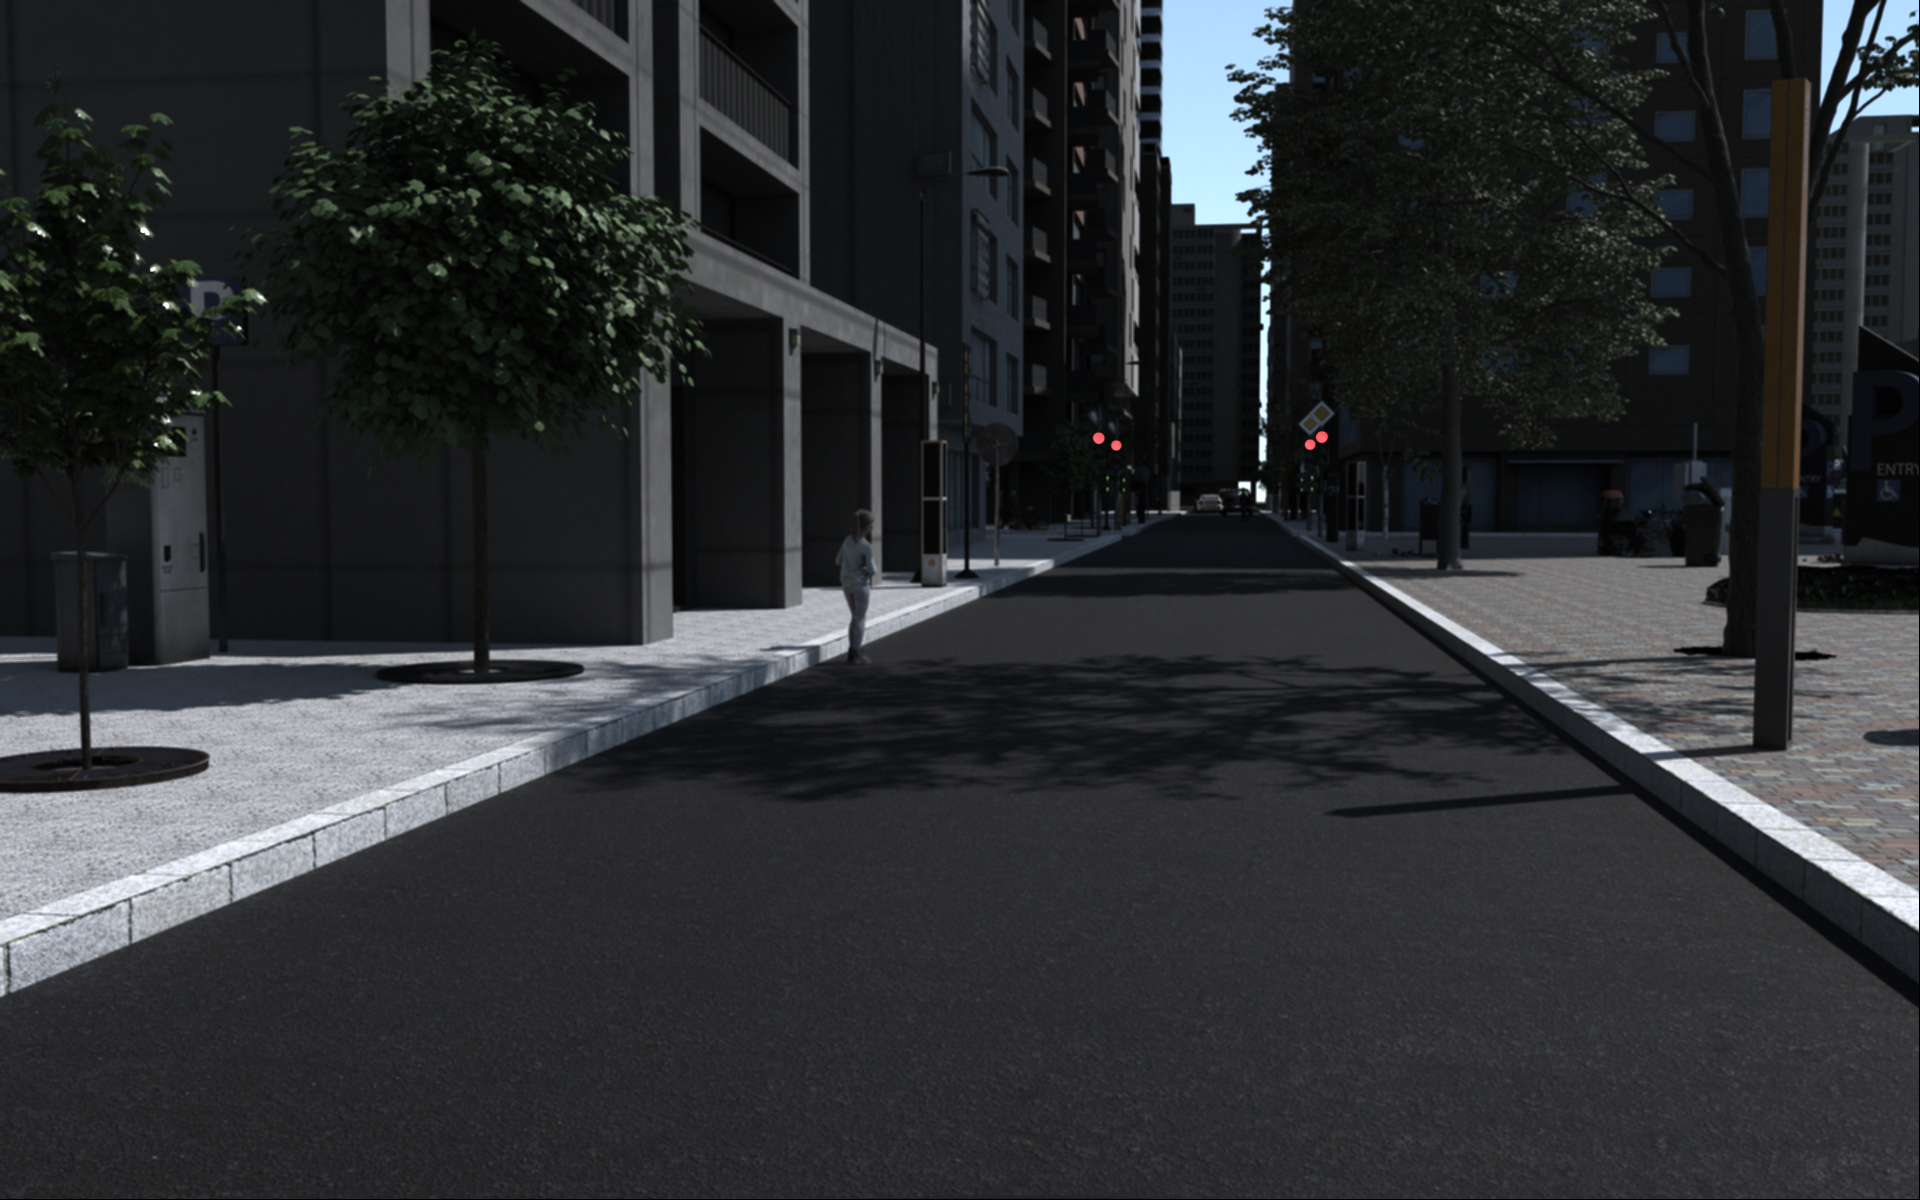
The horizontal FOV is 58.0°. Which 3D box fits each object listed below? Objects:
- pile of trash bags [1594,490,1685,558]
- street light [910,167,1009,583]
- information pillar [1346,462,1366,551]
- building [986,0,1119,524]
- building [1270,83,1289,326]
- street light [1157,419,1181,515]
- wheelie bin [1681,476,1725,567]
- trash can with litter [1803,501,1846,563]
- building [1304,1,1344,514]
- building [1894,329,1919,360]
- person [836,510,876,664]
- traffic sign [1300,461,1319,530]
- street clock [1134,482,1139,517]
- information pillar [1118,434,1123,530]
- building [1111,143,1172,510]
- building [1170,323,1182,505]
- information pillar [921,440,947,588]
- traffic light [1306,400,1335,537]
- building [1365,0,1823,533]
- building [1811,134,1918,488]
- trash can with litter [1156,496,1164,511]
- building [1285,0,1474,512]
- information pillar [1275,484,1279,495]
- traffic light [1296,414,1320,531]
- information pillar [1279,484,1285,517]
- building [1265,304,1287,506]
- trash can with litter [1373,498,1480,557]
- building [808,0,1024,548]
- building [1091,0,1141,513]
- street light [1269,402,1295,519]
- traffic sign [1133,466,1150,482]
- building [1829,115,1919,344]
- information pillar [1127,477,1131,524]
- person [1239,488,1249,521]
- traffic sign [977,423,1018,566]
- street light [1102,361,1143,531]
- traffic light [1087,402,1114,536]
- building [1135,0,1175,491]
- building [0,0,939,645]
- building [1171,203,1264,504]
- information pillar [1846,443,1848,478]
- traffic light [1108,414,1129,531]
[{"bbox_3d":[14.293,-1.634,36.469,1.912,1.369,3.447,0,4,-4],"label":"pile of trash bags"},{"bbox_3d":[-0.006,-3.199,24.840,1.470,5.913,1.316,1,4,9],"label":"street light"},{"bbox_3d":[8.975,-2.127,39.267,0.304,2.012,0.304,-3,5,-39],"label":"information pillar"},{"bbox_3d":[-3.694,-26.384,86.006,22.147,44.769,28.867,1,4,9],"label":"building"},{"bbox_3d":[45.890,-34.926,194.736,21.300,48.544,21.600,1,4,9],"label":"building"},{"bbox_3d":[12.967,-8.251,107.437,1.470,5.913,1.316,1,4,9],"label":"street light"},{"bbox_3d":[13.197,-1.399,30.787,0.693,1.594,0.980,2,4,28],"label":"wheelie bin"},{"bbox_3d":[16.885,-1.332,32.840,1.678,1.210,2.233,1,4,15],"label":"trash can with litter"},{"bbox_3d":[33.017,-27.770,108.662,22.147,44.769,28.867,1,4,9],"label":"building"},{"bbox_3d":[52.490,-45.789,61.319,31.000,86.520,22.319,1,4,9],"label":"building"},{"bbox_3d":[-0.858,-0.116,14.671,0.425,1.301,0.394,2,4,27],"label":"person"},{"bbox_3d":[12.402,-3.738,61.220,0.768,2.556,0.104,1,4,10],"label":"traffic sign"},{"bbox_3d":[10.100,-5.708,97.897,0.471,2.002,0.358,1,4,10],"label":"street clock"},{"bbox_3d":[5.700,-4.317,61.931,0.183,3.616,0.504,1,4,21],"label":"information pillar"},{"bbox_3d":[10.136,-22.726,143.274,14.160,30.474,14.107,1,4,9],"label":"building"},{"bbox_3d":[10.431,-21.636,198.783,28.899,21.520,27.650,1,4,9],"label":"building"},{"bbox_3d":[-0.358,-1.185,23.870,0.304,2.012,0.304,1,4,13],"label":"information pillar"},{"bbox_3d":[10.815,-3.857,51.981,0.839,4.253,0.868,1,4,9],"label":"traffic light"},{"bbox_3d":[21.526,-25.232,62.658,14.200,45.320,14.600,1,4,9],"label":"building"},{"bbox_3d":[82.486,-30.084,183.753,23.993,40.220,32.217,1,4,9],"label":"building"},{"bbox_3d":[15.202,-7.401,132.385,0.624,1.170,1.055,-1,4,-11],"label":"trash can with litter"},{"bbox_3d":[35.374,-30.505,148.865,14.600,45.320,14.200,1,4,9],"label":"building"},{"bbox_3d":[22.585,-7.251,123.038,0.304,2.012,0.304,3,4,38],"label":"information pillar"},{"bbox_3d":[12.060,-4.339,59.869,0.839,4.253,0.868,1,4,9],"label":"traffic light"},{"bbox_3d":[18.587,-5.787,99.109,0.304,2.012,0.304,-1,4,-11],"label":"information pillar"},{"bbox_3d":[44.432,-19.892,170.277,27.650,21.520,28.899,1,4,9],"label":"building"},{"bbox_3d":[9.519,-1.515,35.825,1.678,1.210,2.233,-2,4,-27],"label":"trash can with litter"},{"bbox_3d":[-5.684,-22.059,44.266,14.086,41.232,14.154,1,4,9],"label":"building"},{"bbox_3d":[-1.361,-32.582,121.955,28.713,52.752,27.495,1,4,9],"label":"building"},{"bbox_3d":[16.226,-7.012,87.193,1.470,5.913,1.316,1,4,9],"label":"street light"},{"bbox_3d":[8.322,-4.849,79.392,0.768,2.556,0.104,1,4,10],"label":"traffic sign"},{"bbox_3d":[102.663,-30.939,189.447,14.086,41.232,14.154,1,4,9],"label":"building"},{"bbox_3d":[7.195,-4.304,74.868,0.304,2.012,0.304,1,4,23],"label":"information pillar"},{"bbox_3d":[14.988,-5.039,91.308,0.534,1.772,0.576,0,4,5],"label":"person"},{"bbox_3d":[0.657,-1.883,30.891,0.768,2.556,0.104,1,4,16],"label":"traffic sign"},{"bbox_3d":[5.695,-5.395,60.744,1.470,5.913,1.316,1,4,9],"label":"street light"},{"bbox_3d":[4.282,-3.919,52.992,0.839,4.253,0.868,1,4,9],"label":"traffic light"},{"bbox_3d":[9.587,-52.104,164.579,22.319,86.520,31.000,1,4,9],"label":"building"},{"bbox_3d":[-11.159,-35.841,24.246,20.563,71.187,20.611,1,4,9],"label":"building"},{"bbox_3d":[28.911,-33.203,234.747,23.993,40.220,32.217,1,4,9],"label":"building"},{"bbox_3d":[31.305,-4.240,60.675,0.183,3.616,0.504,-2,4,-26],"label":"information pillar"},{"bbox_3d":[5.526,-4.401,60.880,0.839,4.253,0.868,1,4,9],"label":"traffic light"}]
